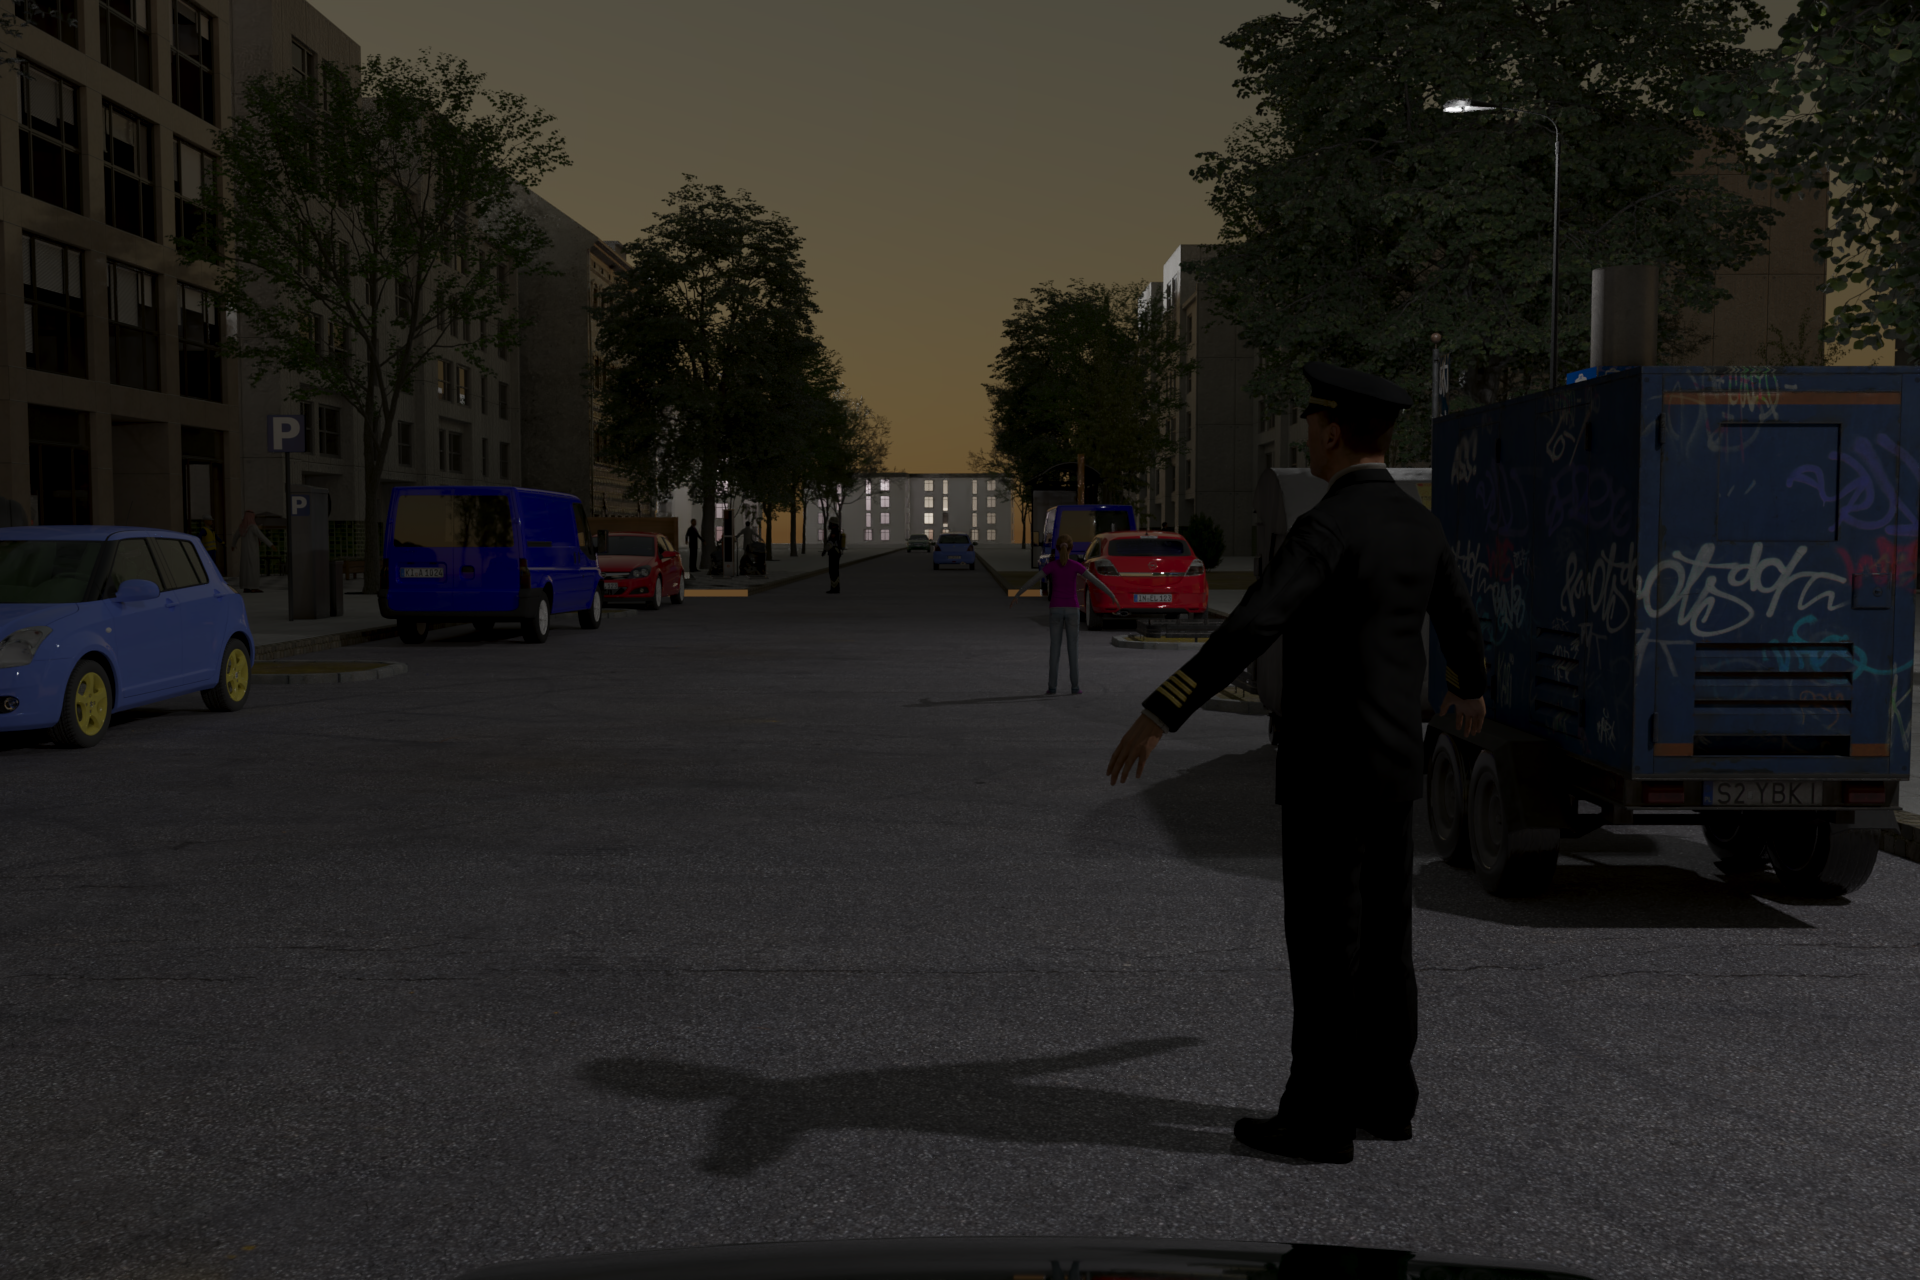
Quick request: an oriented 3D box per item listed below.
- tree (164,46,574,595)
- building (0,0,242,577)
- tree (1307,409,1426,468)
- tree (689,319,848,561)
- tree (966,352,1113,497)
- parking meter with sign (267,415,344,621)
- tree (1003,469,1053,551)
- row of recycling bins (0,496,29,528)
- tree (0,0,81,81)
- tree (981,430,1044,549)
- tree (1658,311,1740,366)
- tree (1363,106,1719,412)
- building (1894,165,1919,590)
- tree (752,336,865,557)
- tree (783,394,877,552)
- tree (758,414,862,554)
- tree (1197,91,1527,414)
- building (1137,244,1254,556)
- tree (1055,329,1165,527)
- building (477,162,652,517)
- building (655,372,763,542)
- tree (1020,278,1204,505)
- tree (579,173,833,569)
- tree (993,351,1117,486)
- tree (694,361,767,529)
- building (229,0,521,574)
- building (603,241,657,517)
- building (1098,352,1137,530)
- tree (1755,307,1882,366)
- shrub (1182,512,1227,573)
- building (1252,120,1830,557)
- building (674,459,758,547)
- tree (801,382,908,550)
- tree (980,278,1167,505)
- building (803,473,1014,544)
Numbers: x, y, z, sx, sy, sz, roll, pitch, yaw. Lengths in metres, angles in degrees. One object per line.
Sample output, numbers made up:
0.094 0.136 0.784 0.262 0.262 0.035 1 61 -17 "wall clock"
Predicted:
-12.358 -6.780 36.605 9.928 11.665 9.643 0 3 0 "tree"
-29.504 -13.903 30.520 19.350 26.588 34.151 0 4 0 "building"
14.080 -6.556 57.561 4.360 8.622 3.978 0 3 0 "tree"
-9.173 -9.574 82.295 9.928 11.665 9.643 0 3 0 "tree"
6.002 -12.196 109.770 12.009 13.543 11.850 0 3 0 "tree"
-9.845 -1.831 26.204 0.543 3.016 1.738 0 4 -1 "parking meter with sign"
5.294 -10.906 128.669 4.737 8.622 4.395 0 3 0 "tree"
-9.593 -0.526 15.721 1.069 1.692 3.534 0 4 1 "row of recycling bins"
-12.206 -6.200 11.735 12.009 13.543 11.850 0 3 0 "tree"
5.440 -13.489 146.299 9.928 11.665 9.643 0 3 0 "tree"
22.561 -6.499 56.625 4.360 8.622 3.978 0 3 0 "tree"
15.825 -8.463 48.741 12.009 13.543 11.850 0 3 0 "tree"
25.129 -11.044 28.793 9.793 21.092 18.267 0 4 0 "building"
-9.277 -11.014 98.198 7.486 12.596 7.792 0 3 0 "tree"
-9.696 -12.150 124.410 9.928 11.665 9.643 0 3 0 "tree"
-9.797 -10.837 111.597 7.601 10.594 8.767 -2 4 -26 "tree"
8.988 -6.940 39.220 9.928 11.665 9.643 0 3 0 "tree"
21.763 -15.167 114.446 16.747 18.905 31.486 0 4 0 "building"
5.510 -6.808 61.665 4.737 8.622 4.395 0 3 0 "tree"
-28.256 -16.300 97.432 19.493 23.208 18.063 0 4 -1 "building"
-29.624 -21.245 203.781 16.016 20.090 11.380 0 4 -1 "building"
6.058 -8.875 70.867 9.928 11.665 9.643 0 3 0 "tree"
-9.142 -9.568 63.085 9.857 13.997 8.962 0 3 0 "tree"
5.481 -10.474 97.013 9.928 11.665 9.643 0 3 0 "tree"
-9.708 -7.538 73.611 4.737 8.622 4.395 0 3 0 "tree"
-30.134 -12.476 70.433 16.747 18.905 31.486 0 4 -1 "building"
-27.059 -15.696 113.043 16.016 20.090 11.380 0 3 0 "building"
22.483 -18.404 167.365 16.747 18.905 31.486 0 4 -1 "building"
27.982 -6.538 57.260 4.737 8.622 4.395 0 3 0 "tree"
8.013 -3.284 57.739 1.661 2.075 1.752 0 3 0 "shrub"
25.080 -13.228 82.728 16.747 18.905 31.486 0 4 0 "building"
-25.644 -14.682 182.204 9.099 9.664 28.070 0 4 -1 "building"
-9.834 -14.077 140.531 12.009 13.543 11.850 0 3 0 "tree"
5.908 -10.980 86.174 9.857 13.997 8.962 0 3 0 "tree"
-6.830 -17.829 236.115 28.070 9.664 9.099 0 4 7 "building"
